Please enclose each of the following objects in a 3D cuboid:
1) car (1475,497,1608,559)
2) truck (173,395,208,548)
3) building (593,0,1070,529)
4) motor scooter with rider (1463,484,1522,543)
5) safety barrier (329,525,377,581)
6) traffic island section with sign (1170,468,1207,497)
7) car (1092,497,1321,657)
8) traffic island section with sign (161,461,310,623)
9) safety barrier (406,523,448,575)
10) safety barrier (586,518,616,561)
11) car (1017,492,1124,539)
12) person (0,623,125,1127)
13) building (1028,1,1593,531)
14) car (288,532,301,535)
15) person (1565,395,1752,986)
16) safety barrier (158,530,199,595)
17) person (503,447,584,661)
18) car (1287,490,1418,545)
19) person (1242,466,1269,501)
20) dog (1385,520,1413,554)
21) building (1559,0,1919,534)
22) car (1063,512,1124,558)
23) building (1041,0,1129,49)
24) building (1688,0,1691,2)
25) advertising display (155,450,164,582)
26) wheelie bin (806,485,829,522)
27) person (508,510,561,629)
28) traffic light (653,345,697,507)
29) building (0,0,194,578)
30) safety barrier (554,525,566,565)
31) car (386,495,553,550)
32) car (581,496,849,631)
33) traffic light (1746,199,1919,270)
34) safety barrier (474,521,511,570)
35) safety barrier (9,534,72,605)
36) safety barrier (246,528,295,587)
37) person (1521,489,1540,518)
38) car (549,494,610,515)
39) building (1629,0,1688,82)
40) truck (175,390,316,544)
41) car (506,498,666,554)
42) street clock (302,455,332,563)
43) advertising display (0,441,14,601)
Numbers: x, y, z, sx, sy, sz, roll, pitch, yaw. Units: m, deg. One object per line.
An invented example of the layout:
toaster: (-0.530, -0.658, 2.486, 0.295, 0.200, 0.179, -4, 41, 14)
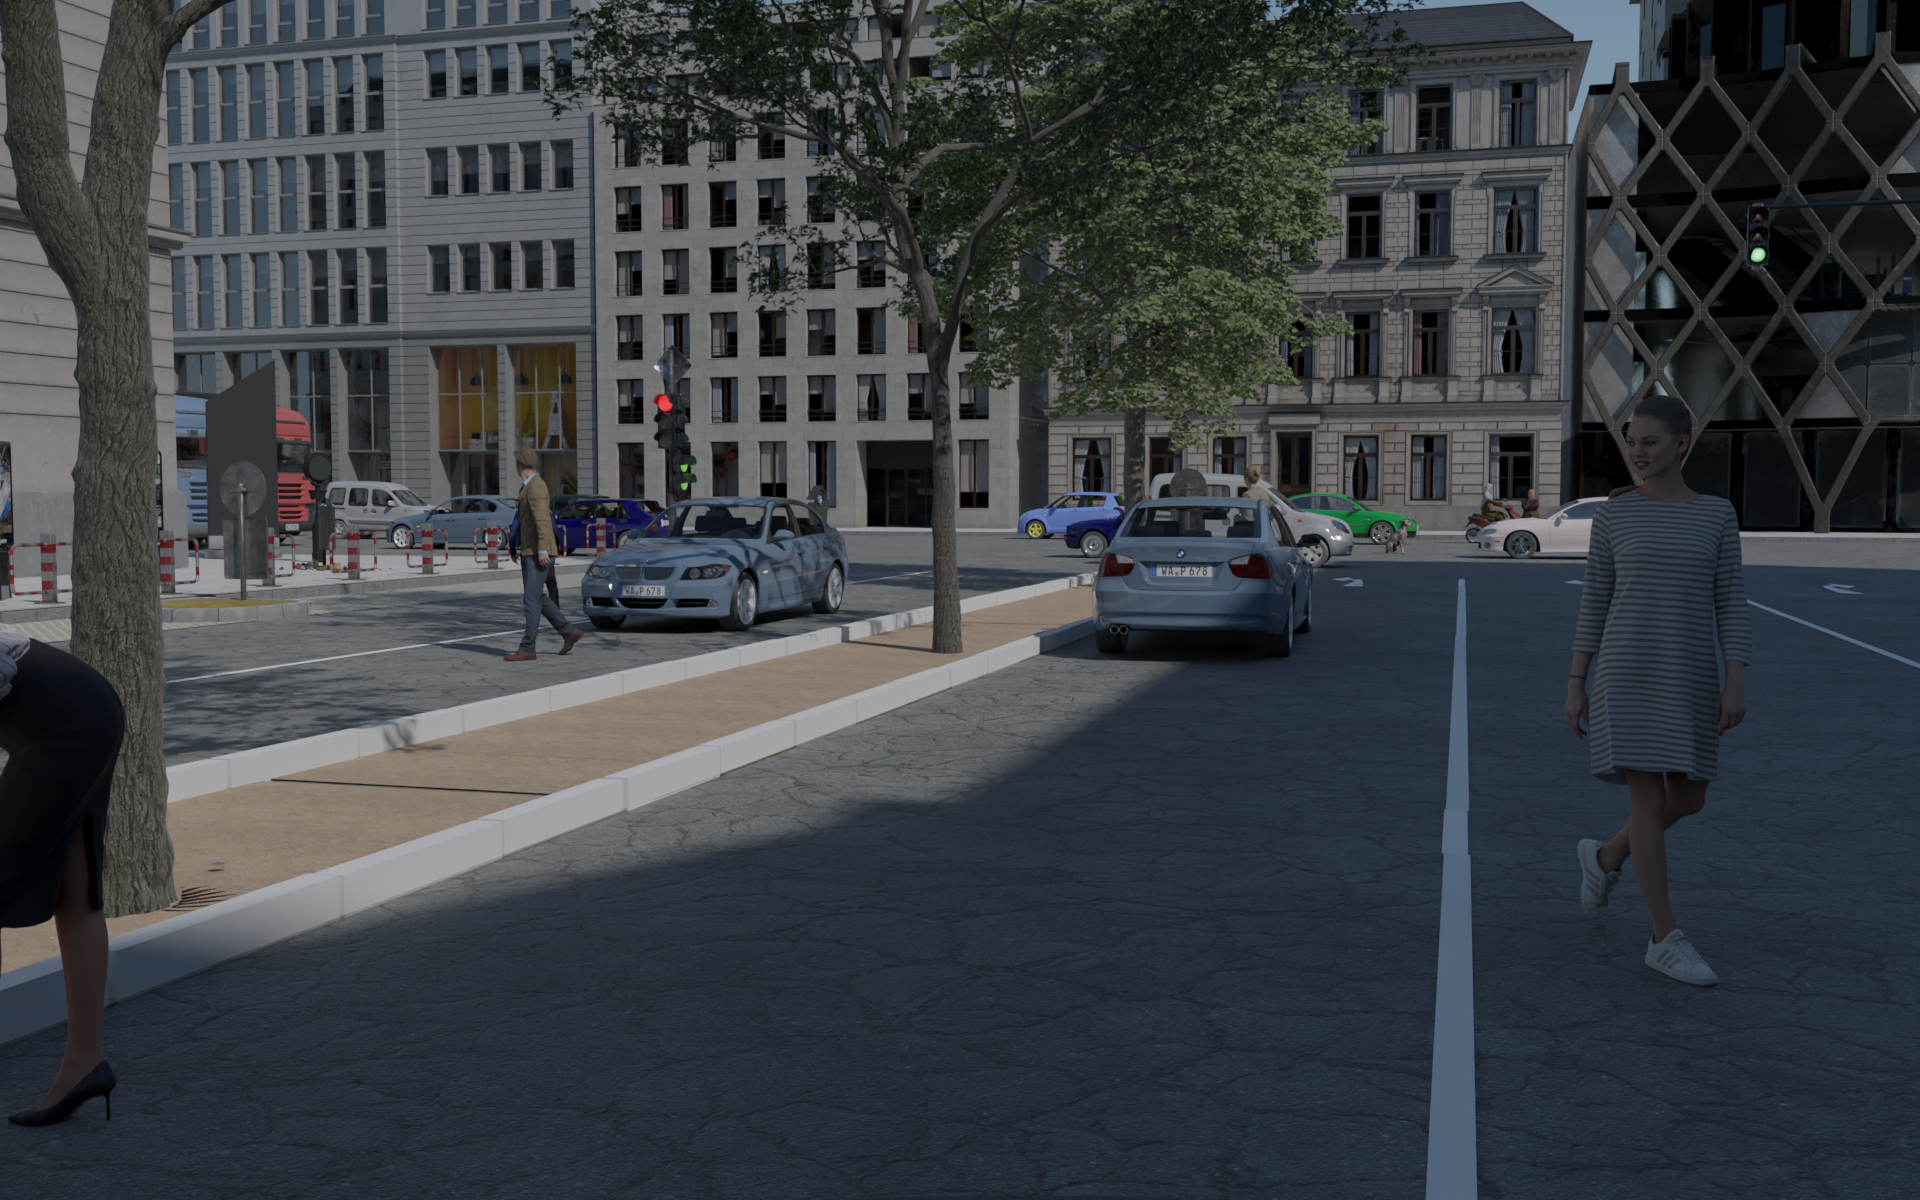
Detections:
car: (13.954, -1.594, 38.420, 4.827, 1.381, 2.083, 1, 4, 15)
truck: (-27.319, -3.465, 46.414, 18.799, 4.110, 2.967, 1, 4, 18)
building: (-4.777, -13.203, 70.614, 16.860, 20.320, 10.420, 1, 4, 16)
motor scooter with rider: (15.567, -2.519, 50.147, 1.986, 1.779, 0.876, 1, 4, 17)
safety barrier: (-9.006, -0.700, 25.721, 0.300, 0.817, 1.120, 1, 4, 16)
traffic island section with sign: (3.888, -1.356, 30.311, 2.006, 1.907, 1.989, 1, 4, 16)
car: (2.414, -0.285, 16.667, 2.014, 1.417, 4.499, 1, 4, 15)
traffic island section with sign: (-8.757, -0.706, 20.169, 1.989, 1.847, 2.006, 1, 4, 16)
safety barrier: (-8.474, -0.813, 27.563, 0.300, 0.817, 1.120, 1, 4, 16)
safety barrier: (-6.859, -1.152, 33.115, 0.300, 0.817, 1.120, 1, 4, 16)
car: (3.658, -2.786, 55.148, 3.694, 1.707, 1.945, 1, 4, 16)
person: (-2.252, 0.485, 3.753, 0.628, 1.438, 0.799, 2, 4, 28)
building: (13.125, -12.279, 65.390, 19.286, 19.102, 10.561, 1, 4, 16)
car: (-24.753, -2.944, 59.931, 4.920, 1.459, 2.131, 1, 4, 17)
person: (2.117, 0.238, 5.359, 0.466, 1.731, 0.760, -1, 4, -15)
safety barrier: (-10.079, -0.474, 22.027, 0.300, 0.817, 1.120, 1, 4, 16)
person: (-3.679, -0.411, 15.124, 0.656, 1.842, 0.836, 3, 5, 43)
car: (10.744, -2.506, 49.764, 4.718, 1.807, 1.959, 1, 4, 17)
person: (3.330, -0.668, 19.966, 0.362, 1.759, 0.519, 3, 5, 43)
dog: (10.497, -1.527, 41.810, 0.513, 0.831, 0.800, -1, 4, -21)
building: (31.272, -11.966, 63.101, 16.811, 18.784, 16.820, 1, 4, 16)
car: (4.345, -1.614, 38.970, 3.894, 1.354, 1.945, 1, 4, 17)
building: (9.543, -36.544, 139.487, 21.231, 58.520, 28.212, 1, 4, 16)
building: (65.673, -42.502, 133.158, 20.563, 71.187, 20.611, 1, 4, 16)
advertising display: (-11.744, -1.195, 24.754, 0.123, 1.923, 0.974, 1, 4, 11)
wheelie bin: (-5.223, -3.411, 63.674, 0.693, 1.594, 0.980, -2, 4, -34)
person: (-4.459, -0.449, 18.538, 0.574, 1.496, 0.600, 1, 4, 15)
traffic light: (-5.411, -2.673, 32.621, 0.839, 4.253, 0.868, 1, 4, 16)
building: (-25.775, -14.610, 26.268, 23.554, 28.519, 14.401, 1, 4, 16)
safety barrier: (-7.396, -1.039, 31.259, 0.300, 0.817, 1.120, 1, 4, 16)
car: (-12.770, -2.028, 45.155, 4.499, 1.417, 2.014, 1, 4, 18)
car: (-2.653, -0.474, 19.749, 2.014, 1.417, 4.499, 1, 4, 15)
traffic light: (14.613, -3.182, 26.699, 4.771, 5.953, 1.251, 1, 4, 16)
safety barrier: (-7.934, -0.925, 29.402, 0.300, 0.817, 1.120, 1, 4, 16)
safety barrier: (-10.616, -0.361, 20.180, 0.300, 0.817, 1.120, 1, 4, 16)
safety barrier: (-9.538, -0.587, 23.879, 0.300, 0.817, 1.120, 1, 4, 16)
person: (14.275, -1.990, 43.300, 0.482, 1.546, 0.388, 1, 4, 18)
car: (-10.591, -2.476, 50.269, 4.222, 1.686, 2.009, 1, 4, 15)
building: (76.163, -34.645, 155.682, 28.713, 52.752, 27.495, 1, 4, 16)
truck: (-22.923, -3.654, 48.652, 11.283, 4.237, 2.839, 1, 4, 18)
car: (-8.503, -1.697, 40.324, 3.894, 1.354, 1.945, 1, 4, 16)
street clock: (-12.012, -1.702, 32.406, 0.358, 2.002, 0.471, 3, 4, 39)
advertising display: (-11.614, -0.960, 20.908, 0.123, 1.923, 0.974, -1, 4, -16)
